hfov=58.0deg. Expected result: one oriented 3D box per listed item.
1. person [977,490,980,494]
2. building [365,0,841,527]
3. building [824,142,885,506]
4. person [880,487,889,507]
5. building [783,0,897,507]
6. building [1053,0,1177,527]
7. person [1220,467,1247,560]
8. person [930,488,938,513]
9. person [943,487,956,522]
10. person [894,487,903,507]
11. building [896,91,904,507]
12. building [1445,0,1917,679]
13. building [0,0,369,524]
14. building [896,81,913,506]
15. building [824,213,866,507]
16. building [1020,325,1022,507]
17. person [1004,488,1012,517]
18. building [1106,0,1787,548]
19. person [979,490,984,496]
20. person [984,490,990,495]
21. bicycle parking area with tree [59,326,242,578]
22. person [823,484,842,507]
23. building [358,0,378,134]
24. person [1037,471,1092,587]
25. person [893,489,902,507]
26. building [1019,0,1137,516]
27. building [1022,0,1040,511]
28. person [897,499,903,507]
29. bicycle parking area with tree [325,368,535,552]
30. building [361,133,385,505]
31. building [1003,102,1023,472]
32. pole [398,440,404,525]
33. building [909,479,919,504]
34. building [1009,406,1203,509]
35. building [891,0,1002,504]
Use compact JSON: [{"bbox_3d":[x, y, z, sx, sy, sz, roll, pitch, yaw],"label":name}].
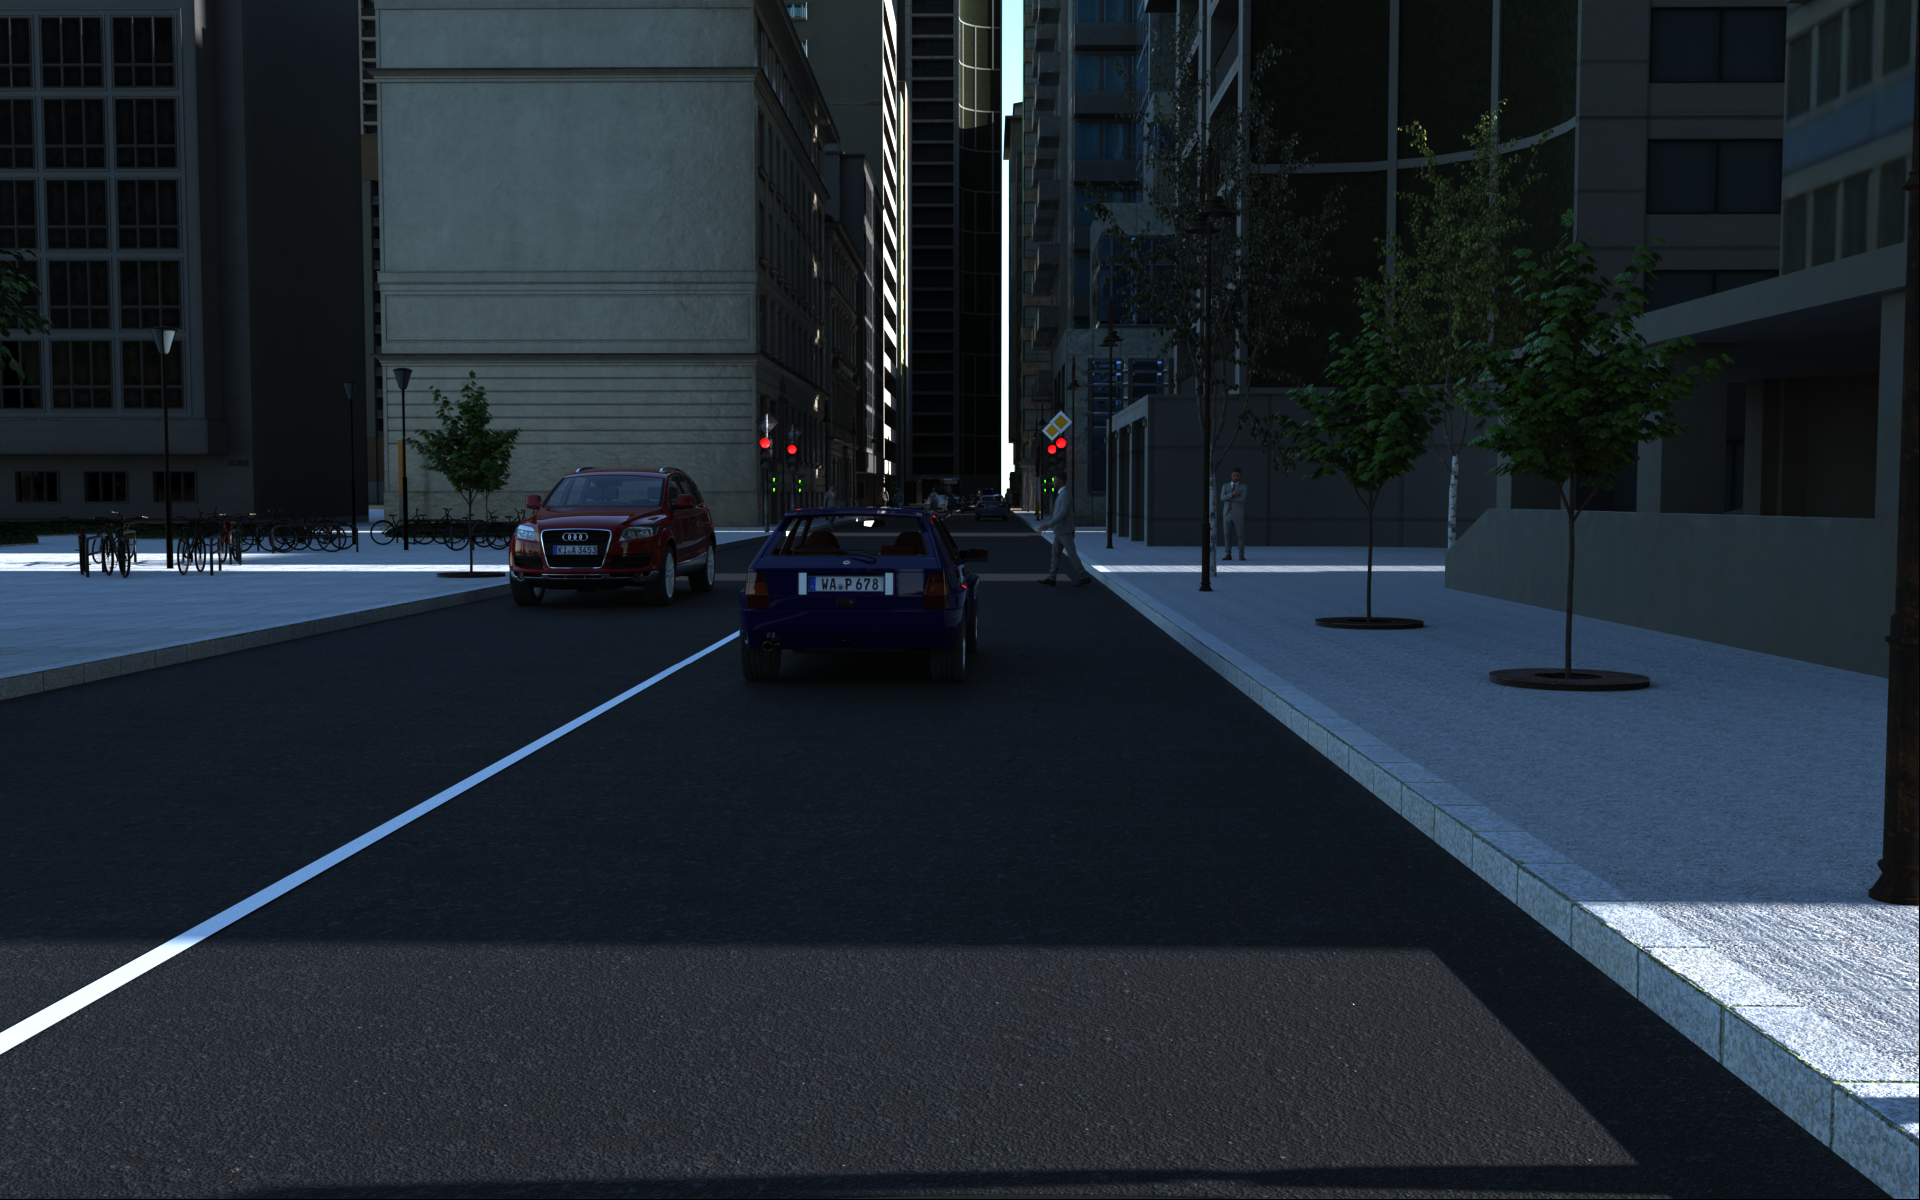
[{"bbox_3d":[1.577,-8.533,148.017,0.705,1.823,1.348,-3,4,-38],"label":"person"},{"bbox_3d":[-14.837,-15.124,80.568,16.112,22.955,30.059,0,4,1],"label":"building"},{"bbox_3d":[-13.343,-20.432,127.567,14.314,27.812,24.014,0,4,1],"label":"building"},{"bbox_3d":[-5.588,-7.373,126.992,0.661,1.777,0.834,1,4,18],"label":"person"},{"bbox_3d":[-16.772,-32.349,152.608,21.300,48.544,21.600,0,4,1],"label":"building"},{"bbox_3d":[19.815,-46.700,76.213,31.000,86.520,22.319,0,4,1],"label":"building"},{"bbox_3d":[5.289,-1.667,33.475,0.511,1.800,0.466,1,4,8],"label":"person"},{"bbox_3d":[-1.534,-5.650,101.107,0.478,1.798,0.641,1,4,12],"label":"person"},{"bbox_3d":[-0.532,-4.932,89.156,0.654,1.822,0.581,2,4,31],"label":"person"},{"bbox_3d":[-3.468,-5.633,100.463,0.748,1.841,0.638,-2,4,-32],"label":"person"},{"bbox_3d":[-12.914,-29.804,170.886,14.154,41.232,14.086,0,4,1],"label":"building"},{"bbox_3d":[22.631,-19.781,15.301,32.217,40.220,23.993,0,4,1],"label":"building"},{"bbox_3d":[-39.270,-17.048,72.248,24.014,27.812,14.314,0,4,1],"label":"building"},{"bbox_3d":[-12.361,-32.707,184.871,14.600,45.320,14.200,0,4,1],"label":"building"},{"bbox_3d":[-11.632,-14.734,105.535,10.561,19.102,19.286,0,4,1],"label":"building"},{"bbox_3d":[19.948,-19.730,167.626,27.650,21.520,28.899,0,4,1],"label":"building"},{"bbox_3d":[2.923,-6.004,106.846,0.709,1.800,0.728,-1,4,-18],"label":"person"},{"bbox_3d":[14.867,-37.093,44.729,20.563,71.187,20.611,0,4,1],"label":"building"},{"bbox_3d":[1.734,-8.306,144.847,0.990,1.755,0.434,0,4,4],"label":"person"},{"bbox_3d":[2.527,-9.423,162.524,1.348,1.831,0.705,1,4,19],"label":"person"},{"bbox_3d":[-16.055,-2.552,28.734,8.231,4.147,9.016,0,4,-6],"label":"bicycle parking area with tree"},{"bbox_3d":[-5.035,-3.645,68.215,0.709,1.813,0.853,-3,5,-44],"label":"person"},{"bbox_3d":[-68.390,-48.734,235.045,20.611,71.187,20.563,0,4,1],"label":"building"},{"bbox_3d":[1.621,-1.106,26.864,0.850,1.792,0.678,0,4,3],"label":"person"},{"bbox_3d":[-3.677,-5.646,101.652,0.563,1.720,0.643,0,4,-3],"label":"person"},{"bbox_3d":[15.603,-29.577,103.199,23.786,49.044,30.456,0,4,1],"label":"building"},{"bbox_3d":[11.798,-27.530,133.716,14.154,41.232,14.086,0,4,1],"label":"building"},{"bbox_3d":[-2.729,-4.108,80.677,0.382,1.210,0.505,-1,4,-19],"label":"person"},{"bbox_3d":[-14.199,-3.345,41.695,9.016,4.147,8.231,-1,4,-18],"label":"bicycle parking area with tree"},{"bbox_3d":[-71.636,-34.313,211.136,14.200,45.320,14.600,0,4,1],"label":"building"},{"bbox_3d":[19.771,-39.688,238.130,27.495,52.752,28.713,0,4,1],"label":"building"},{"bbox_3d":[-21.165,-4.389,65.606,0.158,3.312,0.155,0,3,0],"label":"pole"},{"bbox_3d":[-19.712,-33.682,205.322,28.867,44.769,22.147,0,4,1],"label":"building"},{"bbox_3d":[15.840,-46.039,190.983,20.563,71.187,20.611,0,4,1],"label":"building"},{"bbox_3d":[-4.620,-48.669,233.985,20.611,71.187,20.563,0,4,1],"label":"building"}]
